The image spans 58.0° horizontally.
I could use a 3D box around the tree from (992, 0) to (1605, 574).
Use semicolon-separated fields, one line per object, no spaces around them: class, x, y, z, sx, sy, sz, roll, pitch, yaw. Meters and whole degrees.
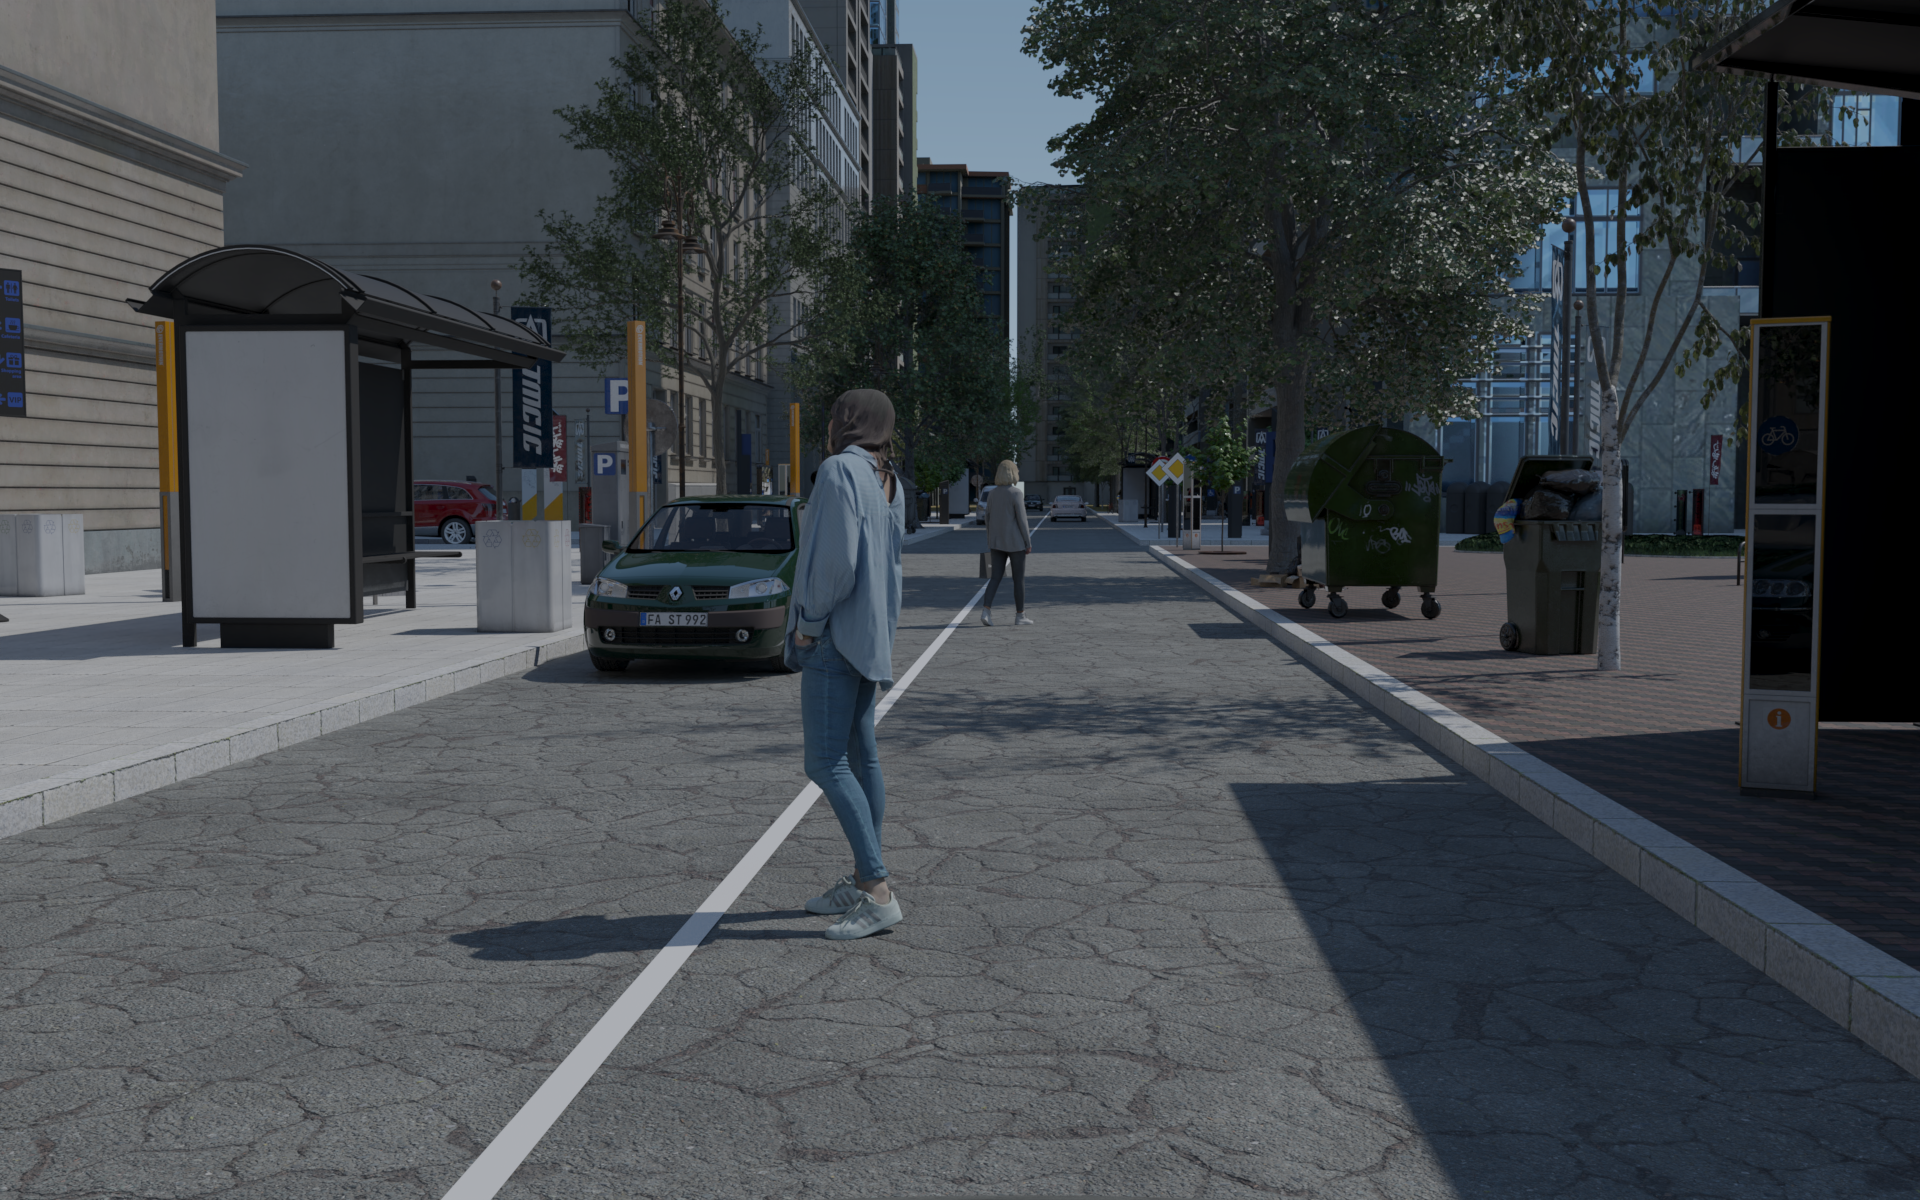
tree;5.419;-7.402;27.674;9.857;13.997;8.962;0;3;0

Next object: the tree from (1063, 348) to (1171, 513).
tree;12.610;-13.398;137.185;7.486;12.596;7.792;0;3;0

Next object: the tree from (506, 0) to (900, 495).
tree;-4.715;-5.964;31.921;7.601;10.594;8.767;-2;4;-26

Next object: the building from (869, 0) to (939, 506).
building;-18.530;-53.129;181.337;31.000;86.520;22.319;0;4;3

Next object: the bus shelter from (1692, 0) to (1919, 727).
bus shelter;4.629;-0.923;6.367;1.731;3.624;6.357;0;4;4

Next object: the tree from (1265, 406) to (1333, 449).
tree;12.394;-4.801;62.212;4.285;4.588;4.351;0;3;0

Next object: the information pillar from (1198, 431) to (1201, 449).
information pillar;8.860;-4.457;64.222;0.183;3.616;0.504;1;4;9

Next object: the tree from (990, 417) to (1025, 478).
tree;4.409;-13.009;163.053;4.737;8.622;4.395;0;3;0

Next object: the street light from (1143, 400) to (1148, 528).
street light;7.092;-5.701;65.997;0.468;5.910;1.993;0;4;3

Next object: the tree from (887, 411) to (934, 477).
tree;-3.381;-9.475;105.282;4.737;8.622;4.395;0;3;0

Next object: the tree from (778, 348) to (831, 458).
tree;-5.608;-7.640;75.272;4.360;8.622;3.978;0;3;0

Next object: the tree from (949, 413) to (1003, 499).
tree;1.240;-10.443;121.105;4.360;8.622;3.978;0;3;0

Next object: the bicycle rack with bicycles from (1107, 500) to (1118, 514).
bicycle rack with bicycles;10.795;-6.005;111.557;2.852;0.926;2.925;0;4;-5

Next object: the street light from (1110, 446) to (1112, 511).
street light;10.736;-9.215;123.452;0.468;5.910;1.993;0;4;3

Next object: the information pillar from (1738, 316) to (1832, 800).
information pillar;3.507;-0.176;7.376;0.304;2.012;0.304;2;4;25

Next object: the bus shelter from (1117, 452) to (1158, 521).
bus shelter;8.935;-5.647;86.257;2.014;3.302;5.546;0;4;3

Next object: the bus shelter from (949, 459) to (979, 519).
bus shelter;-0.122;-6.046;92.783;2.014;3.302;5.546;0;4;4

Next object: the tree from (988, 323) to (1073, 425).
tree;6.688;-20.513;191.270;12.611;20.169;13.585;0;3;0

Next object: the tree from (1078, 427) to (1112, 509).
tree;12.384;-12.317;151.746;4.360;8.622;3.978;0;3;0

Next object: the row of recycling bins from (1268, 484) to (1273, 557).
row of recycling bins;6.737;-1.549;32.447;1.069;1.692;3.534;-1;4;-10

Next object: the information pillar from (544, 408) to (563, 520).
information pillar;-10.203;-3.181;43.366;0.504;3.616;0.183;1;4;15

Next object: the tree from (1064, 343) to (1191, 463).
tree;10.594;-11.121;107.583;9.928;11.665;9.643;0;3;0

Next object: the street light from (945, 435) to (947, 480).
street light;-0.641;-6.493;78.941;0.468;5.910;1.993;0;4;3

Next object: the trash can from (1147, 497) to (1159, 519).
trash can;10.001;-4.791;89.980;0.748;1.137;0.748;0;3;0

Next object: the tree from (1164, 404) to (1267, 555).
tree;5.493;-2.594;37.020;1.663;3.219;1.824;0;3;0

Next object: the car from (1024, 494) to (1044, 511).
car;6.048;-8.229;144.338;2.009;1.686;4.222;0;4;4

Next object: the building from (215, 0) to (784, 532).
building;-17.780;-14.664;73.045;16.112;22.955;30.059;0;4;3

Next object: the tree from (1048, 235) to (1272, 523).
tree;9.170;-10.175;76.728;12.009;13.543;11.850;0;3;0

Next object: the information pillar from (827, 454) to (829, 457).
information pillar;-6.466;-5.714;84.773;0.183;3.616;0.504;0;4;-5

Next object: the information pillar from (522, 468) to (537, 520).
information pillar;-14.370;-4.058;57.700;0.504;3.616;0.183;-1;4;-18

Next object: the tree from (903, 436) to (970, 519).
tree;-1.192;-6.389;88.171;4.285;4.588;4.351;0;3;0

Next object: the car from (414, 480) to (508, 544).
car;-15.057;-2.381;47.601;5.304;1.827;2.281;0;4;2

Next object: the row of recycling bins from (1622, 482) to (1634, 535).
row of recycling bins;18.526;-2.657;50.561;3.534;1.692;1.069;-3;5;-42

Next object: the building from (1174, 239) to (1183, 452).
building;29.822;-25.245;184.452;14.160;30.474;14.107;0;4;3

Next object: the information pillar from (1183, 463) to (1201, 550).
information pillar;5.317;-2.153;39.693;0.304;2.012;0.304;-3;4;-37

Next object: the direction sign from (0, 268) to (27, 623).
direction sign;-9.737;-1.544;17.240;0.379;3.537;0.876;3;4;36

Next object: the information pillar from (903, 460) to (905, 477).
information pillar;-3.066;-6.651;100.095;0.504;3.616;0.183;0;4;8

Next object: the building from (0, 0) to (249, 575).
building;-30.774;-12.756;27.648;34.723;24.649;14.460;0;4;3

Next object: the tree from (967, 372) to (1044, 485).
tree;2.688;-12.860;136.015;9.928;11.665;9.643;0;3;0

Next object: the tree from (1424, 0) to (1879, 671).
tree;4.830;-3.780;12.172;4.360;8.622;3.978;0;3;0

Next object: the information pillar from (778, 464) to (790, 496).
information pillar;-4.220;-2.312;42.300;0.304;2.012;0.304;-3;5;-43

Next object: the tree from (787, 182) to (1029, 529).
tree;-1.963;-8.994;64.066;9.611;12.733;9.660;0;3;0

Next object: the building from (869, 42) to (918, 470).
building;-11.298;-28.716;153.104;14.154;41.232;14.086;0;4;3

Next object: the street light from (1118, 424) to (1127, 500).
street light;8.841;-7.447;94.548;0.468;5.910;1.993;0;4;3

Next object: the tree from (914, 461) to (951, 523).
tree;-1.444;-4.997;76.306;1.663;3.219;1.824;0;3;0

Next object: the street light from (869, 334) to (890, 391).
street light;-2.340;-4.735;50.200;0.468;5.910;1.993;0;4;3

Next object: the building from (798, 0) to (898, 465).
building;-15.519;-42.615;135.009;20.563;71.187;20.611;0;4;3

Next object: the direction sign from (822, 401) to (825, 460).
direction sign;-3.371;-3.104;42.744;0.379;3.537;0.876;0;4;-8

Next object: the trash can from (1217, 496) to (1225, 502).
trash can;17.489;-6.402;116.328;0.748;1.137;0.748;0;3;0

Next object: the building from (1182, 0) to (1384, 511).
building;32.898;-33.160;165.861;21.300;48.544;21.600;0;4;3

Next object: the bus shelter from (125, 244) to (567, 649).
bus shelter;-5.599;-1.401;16.835;2.014;3.302;5.546;0;4;4

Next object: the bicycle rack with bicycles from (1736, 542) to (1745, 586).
bicycle rack with bicycles;12.320;-0.647;23.962;2.925;0.926;2.852;-2;4;-34

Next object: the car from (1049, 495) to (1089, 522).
car;5.690;-4.784;90.584;2.083;1.381;4.827;0;4;4

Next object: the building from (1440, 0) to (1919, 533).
building;30.922;-45.996;64.703;31.000;86.520;22.319;0;4;3

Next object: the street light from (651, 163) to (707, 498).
street light;-3.966;-3.172;24.643;0.468;5.910;1.993;0;4;3

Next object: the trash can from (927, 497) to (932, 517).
trash can;-1.928;-5.259;97.643;0.748;1.137;0.748;0;3;0

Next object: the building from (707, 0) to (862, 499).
building;-13.065;-19.877;102.483;11.434;29.767;29.804;0;4;3

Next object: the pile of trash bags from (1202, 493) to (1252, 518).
pile of trash bags;14.587;-5.117;93.422;1.912;1.369;3.447;-2;4;-32

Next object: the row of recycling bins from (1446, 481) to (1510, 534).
row of recycling bins;16.850;-2.920;54.855;1.069;1.692;3.534;-2;4;-33

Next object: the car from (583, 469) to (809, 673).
car;-2.003;-0.331;15.197;2.009;1.686;4.222;0;4;5
